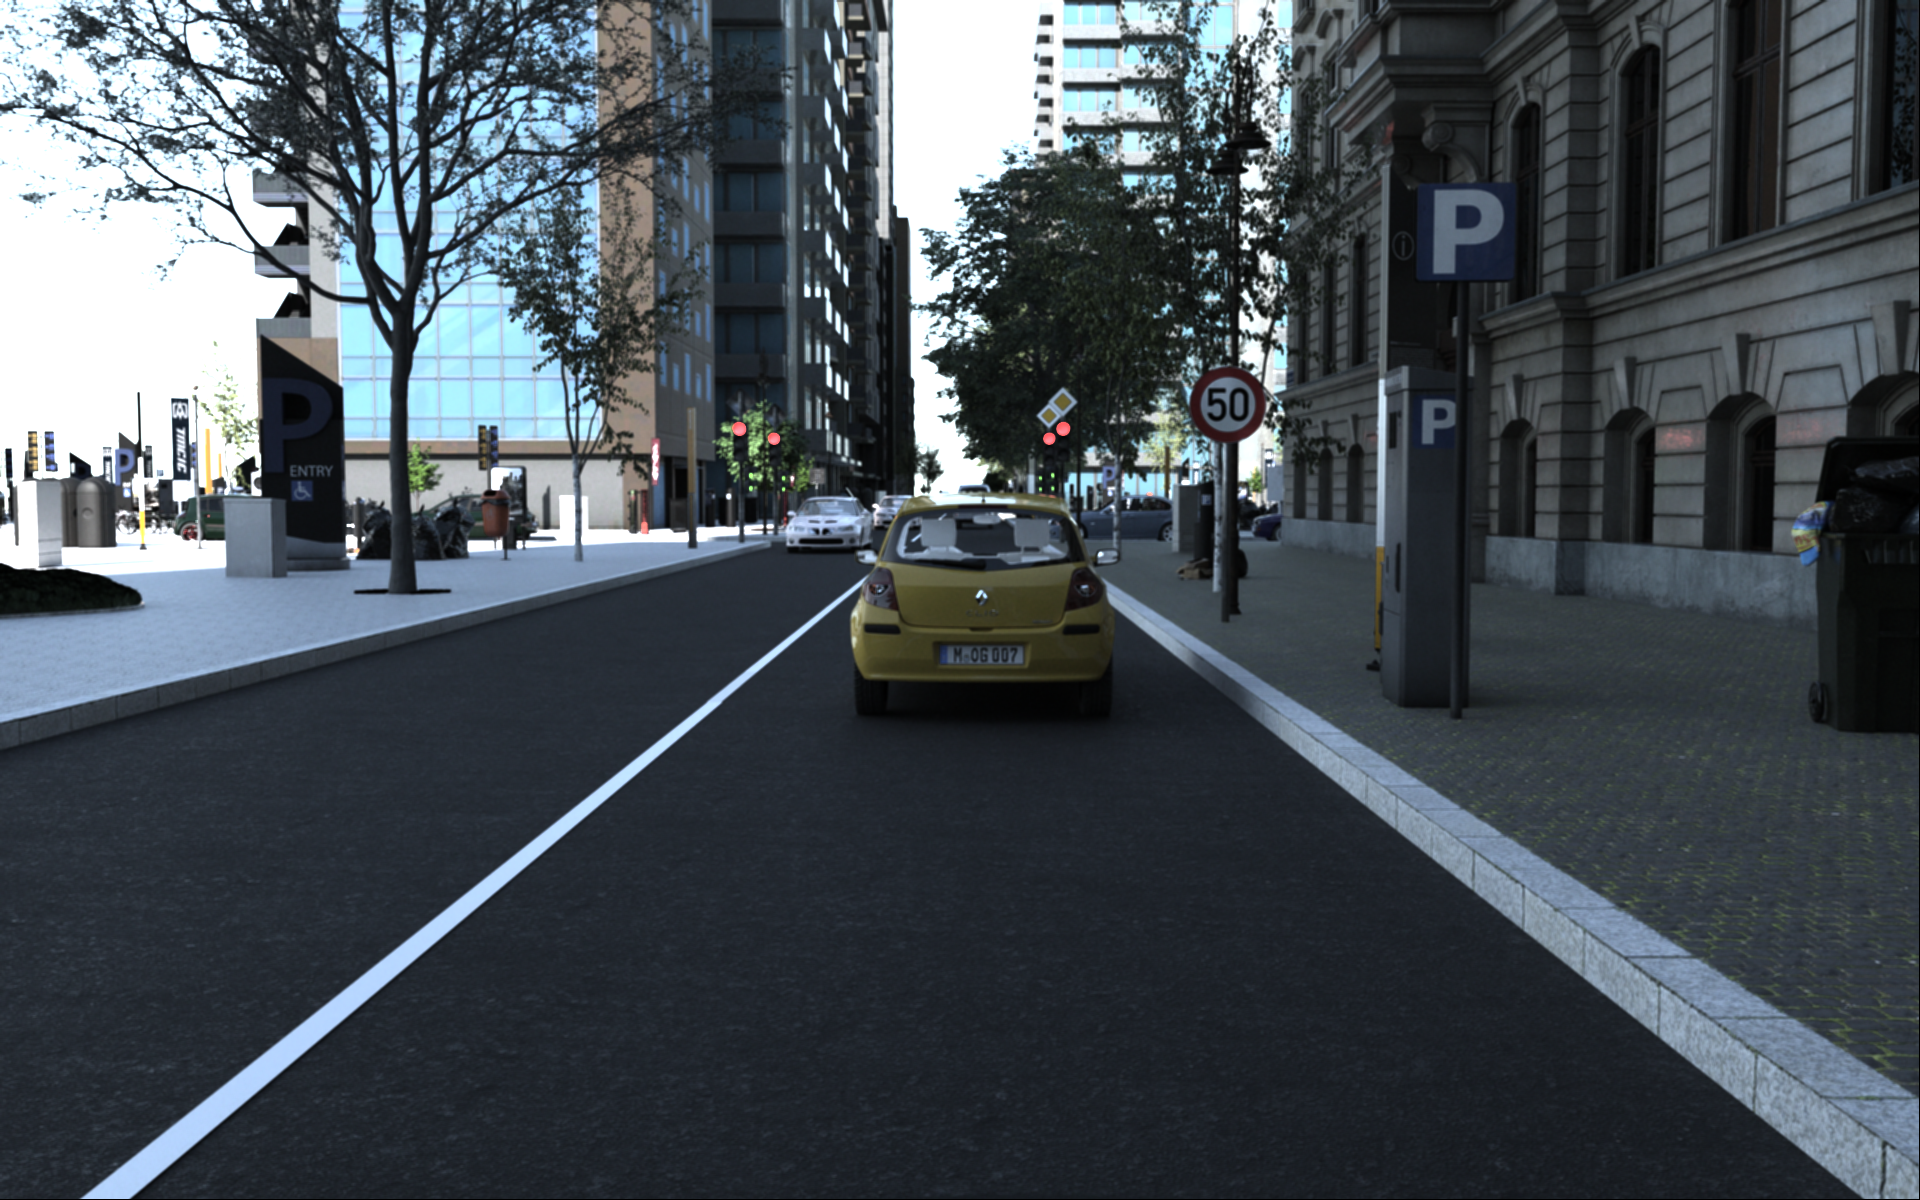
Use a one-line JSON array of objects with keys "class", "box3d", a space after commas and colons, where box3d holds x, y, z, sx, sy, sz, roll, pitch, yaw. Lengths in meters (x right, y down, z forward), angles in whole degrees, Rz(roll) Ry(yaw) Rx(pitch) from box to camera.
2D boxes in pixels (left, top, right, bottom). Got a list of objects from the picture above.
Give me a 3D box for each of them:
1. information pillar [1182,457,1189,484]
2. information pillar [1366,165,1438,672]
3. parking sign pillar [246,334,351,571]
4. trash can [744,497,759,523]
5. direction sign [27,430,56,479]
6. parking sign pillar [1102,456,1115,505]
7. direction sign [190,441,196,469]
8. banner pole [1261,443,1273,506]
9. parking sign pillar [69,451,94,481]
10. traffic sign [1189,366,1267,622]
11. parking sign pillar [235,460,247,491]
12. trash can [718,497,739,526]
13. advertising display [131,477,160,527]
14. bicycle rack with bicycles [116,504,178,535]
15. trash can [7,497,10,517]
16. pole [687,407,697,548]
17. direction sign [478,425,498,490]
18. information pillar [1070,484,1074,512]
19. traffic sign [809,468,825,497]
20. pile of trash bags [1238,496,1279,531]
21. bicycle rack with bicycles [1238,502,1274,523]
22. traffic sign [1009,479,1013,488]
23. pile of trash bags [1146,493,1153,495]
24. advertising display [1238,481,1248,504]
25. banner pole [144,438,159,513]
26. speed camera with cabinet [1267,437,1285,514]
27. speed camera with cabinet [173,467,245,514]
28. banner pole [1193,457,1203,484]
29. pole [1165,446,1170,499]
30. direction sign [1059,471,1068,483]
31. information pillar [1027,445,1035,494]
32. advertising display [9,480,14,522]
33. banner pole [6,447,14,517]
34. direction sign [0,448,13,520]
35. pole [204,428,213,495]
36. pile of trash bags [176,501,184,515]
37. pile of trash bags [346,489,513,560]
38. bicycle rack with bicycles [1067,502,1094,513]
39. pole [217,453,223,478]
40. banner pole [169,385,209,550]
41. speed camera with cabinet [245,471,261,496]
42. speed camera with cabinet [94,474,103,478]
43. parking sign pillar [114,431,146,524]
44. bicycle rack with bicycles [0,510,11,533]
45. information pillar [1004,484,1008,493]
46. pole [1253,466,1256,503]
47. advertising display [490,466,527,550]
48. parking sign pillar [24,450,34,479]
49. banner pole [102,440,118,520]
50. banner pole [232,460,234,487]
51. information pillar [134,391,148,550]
[{"class": "information pillar", "box3d": [14.251, -7.211, 109.262, 0.504, 3.616, 0.183, 3, 4, 37]}, {"class": "information pillar", "box3d": [3.229, -1.297, 12.559, 0.504, 3.616, 0.183, -2, 4, -28]}, {"class": "parking sign pillar", "box3d": [-11.123, -2.498, 29.315, 1.447, 3.967, 1.447, -1, 4, -11]}, {"class": "trash can", "box3d": [-9.194, -3.931, 75.931, 0.748, 1.137, 0.748, 0, 3, 0]}, {"class": "direction sign", "box3d": [-32.670, -4.261, 61.663, 0.876, 3.537, 0.379, -1, 4, -21]}, {"class": "parking sign pillar", "box3d": [10.586, -8.106, 121.004, 1.447, 3.967, 1.447, 2, 4, 33]}, {"class": "direction sign", "box3d": [-33.106, -5.050, 74.560, 0.876, 3.537, 0.379, 2, 4, 32]}, {"class": "banner pole", "box3d": [15.005, -5.805, 84.935, 0.401, 3.779, 0.863, -3, 5, -43]}, {"class": "parking sign pillar", "box3d": [-55.075, -7.347, 108.602, 1.447, 3.967, 1.447, 3, 5, 45]}, {"class": "traffic sign", "box3d": [2.663, -1.052, 17.301, 0.768, 2.556, 0.104, 0, 4, 3]}, {"class": "parking sign pillar", "box3d": [-47.440, -7.748, 115.152, 1.447, 3.967, 1.447, -1, 4, -14]}, {"class": "trash can", "box3d": [-9.534, -3.605, 70.591, 0.748, 1.137, 0.748, 0, 3, 0]}, {"class": "advertising display", "box3d": [-31.485, -3.776, 66.959, 0.974, 1.923, 0.123, -2, 4, -34]}, {"class": "bicycle rack with bicycles", "box3d": [-25.802, -2.544, 54.968, 2.925, 0.926, 2.852, 0, 4, -1]}, {"class": "trash can", "box3d": [-53.068, -5.227, 97.120, 0.748, 1.137, 0.748, 0, 3, 0]}, {"class": "pole", "box3d": [-6.320, -2.875, 40.856, 0.158, 3.312, 0.155, 0, 3, 0]}, {"class": "direction sign", "box3d": [-15.569, -3.990, 57.227, 0.379, 3.537, 0.876, 2, 4, 28]}, {"class": "information pillar", "box3d": [8.064, -7.363, 124.882, 0.304, 2.012, 0.304, 1, 4, 8]}, {"class": "traffic sign", "box3d": [-5.636, -4.044, 68.249, 0.606, 2.300, 0.079, 0, 4, 4]}, {"class": "pile of trash bags", "box3d": [10.399, -3.159, 61.405, 1.912, 1.369, 3.447, -3, 5, -40]}, {"class": "bicycle rack with bicycles", "box3d": [13.116, -3.837, 76.124, 2.852, 0.926, 2.925, 1, 4, 22]}, {"class": "traffic sign", "box3d": [3.625, -7.075, 117.803, 0.606, 2.300, 0.079, 0, 4, 1]}, {"class": "pile of trash bags", "box3d": [13.518, -6.718, 119.596, 1.912, 1.369, 3.447, -1, 4, -13]}, {"class": "advertising display", "box3d": [14.141, -5.045, 87.703, 0.974, 1.923, 0.123, 3, 4, 38]}, {"class": "banner pole", "box3d": [-36.147, -5.353, 77.531, 0.401, 3.779, 0.863, 1, 4, 23]}, {"class": "speed camera with cabinet", "box3d": [10.586, -3.785, 56.226, 0.660, 3.252, 2.038, 2, 4, 31]}, {"class": "speed camera with cabinet", "box3d": [-25.536, -3.939, 58.743, 2.038, 3.252, 0.660, 0, 4, -6]}, {"class": "banner pole", "box3d": [15.942, -7.696, 115.847, 0.863, 3.779, 0.401, -1, 4, -16]}, {"class": "pole", "box3d": [8.855, -4.904, 74.031, 0.158, 3.312, 0.155, 0, 3, 0]}, {"class": "direction sign", "box3d": [7.005, -7.716, 118.154, 0.876, 3.537, 0.379, 2, 4, 35]}, {"class": "information pillar", "box3d": [3.008, -5.020, 73.435, 0.183, 3.616, 0.504, 2, 4, 35]}, {"class": "advertising display", "box3d": [-44.249, -4.622, 80.787, 0.123, 1.923, 0.974, -2, 4, -25]}, {"class": "banner pole", "box3d": [-50.849, -6.282, 92.728, 0.863, 3.779, 0.401, 2, 4, 30]}, {"class": "direction sign", "box3d": [-46.601, -5.652, 84.410, 0.379, 3.537, 0.876, 3, 4, 37]}, {"class": "pole", "box3d": [-23.100, -3.633, 53.246, 0.158, 3.312, 0.155, 0, 3, 0]}, {"class": "pile of trash bags", "box3d": [-41.675, -4.883, 89.592, 3.447, 1.369, 1.912, 1, 4, 10]}, {"class": "pile of trash bags", "box3d": [-10.233, -1.493, 34.160, 3.447, 1.369, 1.912, 2, 4, 26]}, {"class": "bicycle rack with bicycles", "box3d": [4.819, -3.829, 75.993, 2.925, 0.926, 2.852, 0, 4, -2]}, {"class": "pole", "box3d": [-36.321, -5.579, 85.066, 0.158, 3.312, 0.155, 0, 3, 0]}, {"class": "banner pole", "box3d": [-17.695, -3.039, 39.712, 0.401, 3.779, 0.863, 2, 4, 34]}, {"class": "speed camera with cabinet", "box3d": [-29.087, -4.653, 70.404, 2.038, 3.252, 0.660, 0, 4, -7]}, {"class": "speed camera with cabinet", "box3d": [-39.948, -5.339, 81.624, 0.660, 3.252, 2.038, 0, 4, 7]}, {"class": "parking sign pillar", "box3d": [-35.481, -5.234, 74.041, 1.447, 3.967, 1.447, 1, 4, 17]}, {"class": "bicycle rack with bicycles", "box3d": [-31.100, -2.682, 57.237, 2.852, 0.926, 2.925, 0, 4, -7]}, {"class": "information pillar", "box3d": [3.185, -7.096, 120.509, 0.304, 2.012, 0.304, 0, 4, 5]}, {"class": "pole", "box3d": [21.265, -8.031, 125.142, 0.158, 3.312, 0.155, 0, 3, 0]}, {"class": "advertising display", "box3d": [-10.443, -2.133, 40.089, 0.974, 1.923, 0.123, 2, 4, 26]}, {"class": "parking sign pillar", "box3d": [-57.263, -7.218, 106.483, 1.447, 3.967, 1.447, -2, 4, -32]}, {"class": "banner pole", "box3d": [-39.015, -5.483, 79.671, 0.401, 3.779, 0.863, 3, 5, 43]}, {"class": "banner pole", "box3d": [-53.564, -8.418, 127.659, 0.401, 3.779, 0.863, -1, 4, -19]}, {"class": "information pillar", "box3d": [-18.747, -2.953, 39.644, 0.183, 3.616, 0.504, -2, 4, -24]}]
